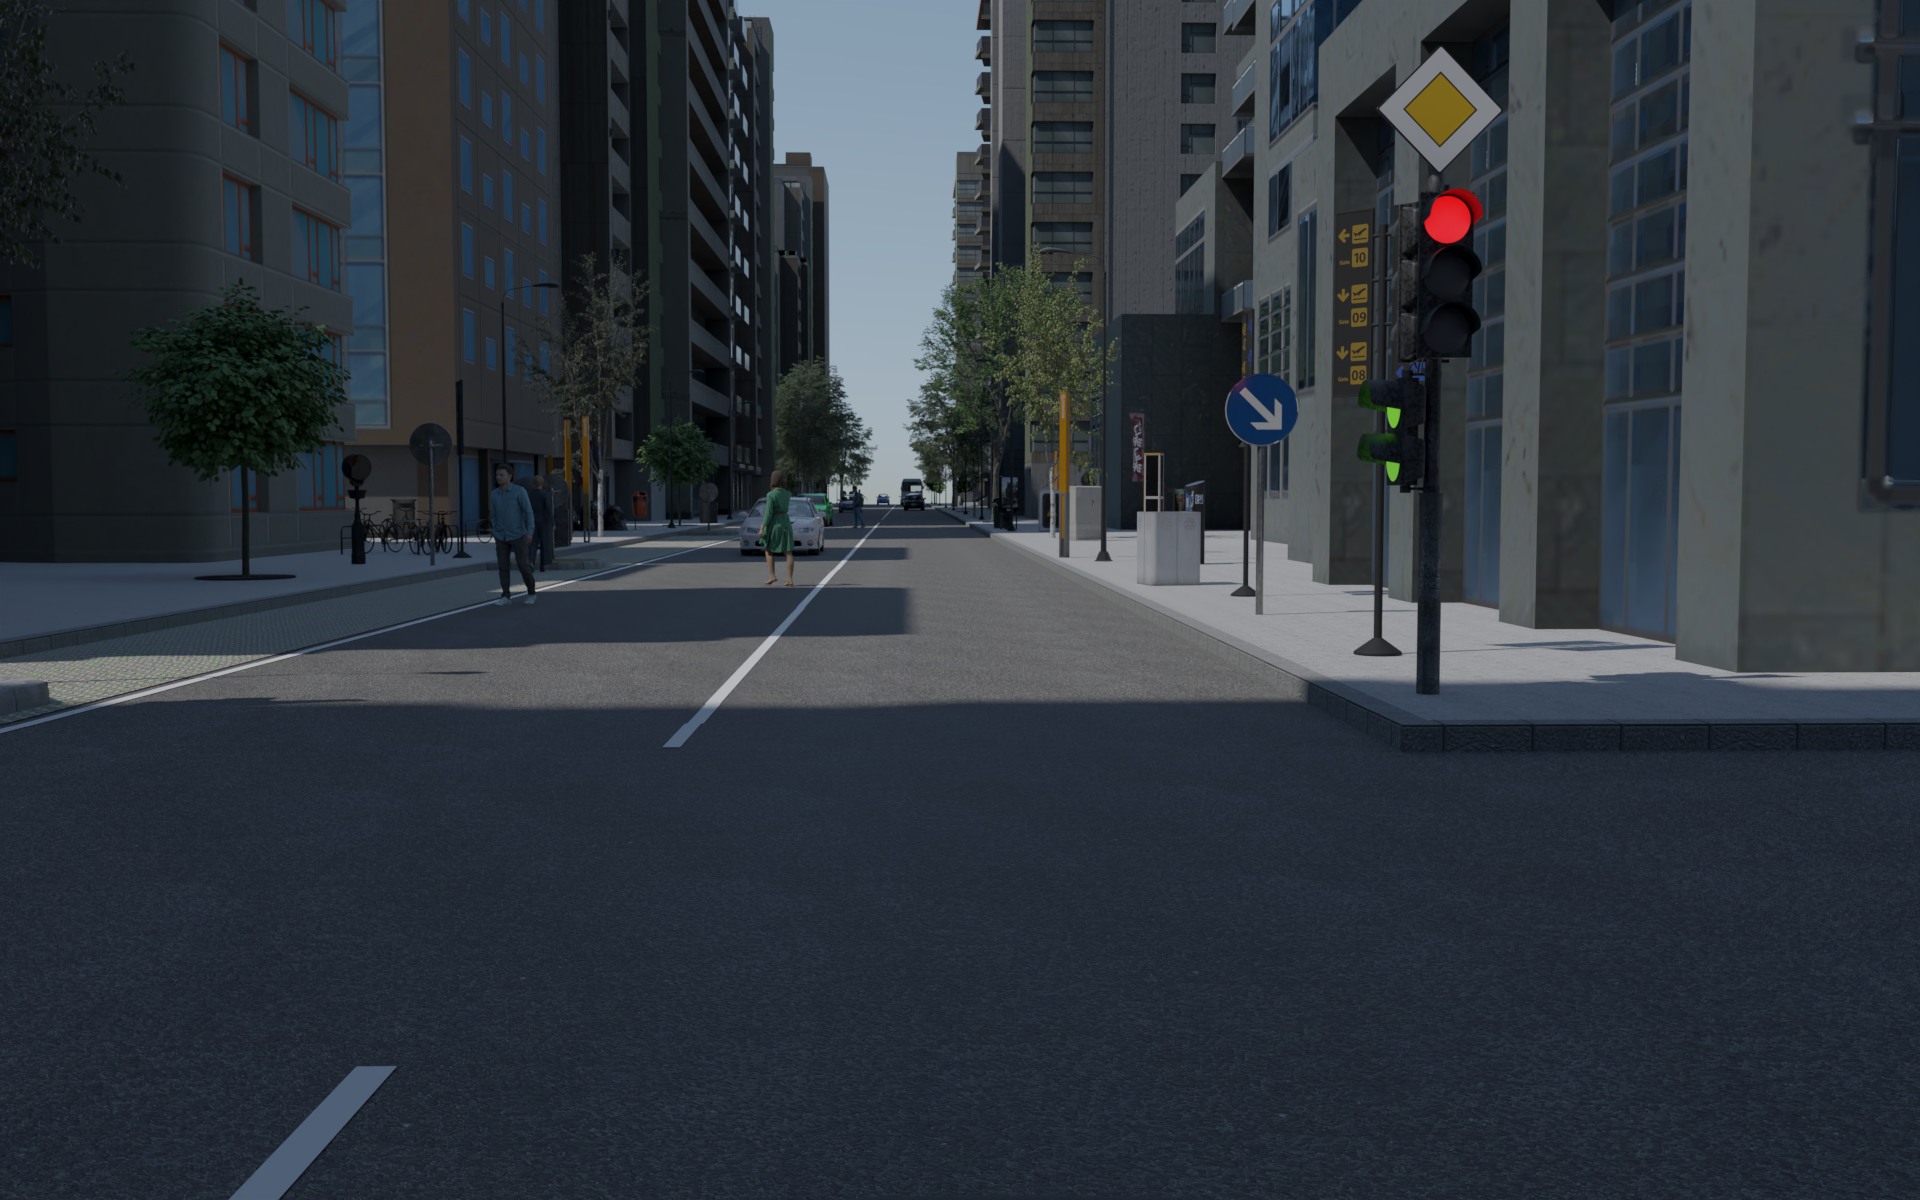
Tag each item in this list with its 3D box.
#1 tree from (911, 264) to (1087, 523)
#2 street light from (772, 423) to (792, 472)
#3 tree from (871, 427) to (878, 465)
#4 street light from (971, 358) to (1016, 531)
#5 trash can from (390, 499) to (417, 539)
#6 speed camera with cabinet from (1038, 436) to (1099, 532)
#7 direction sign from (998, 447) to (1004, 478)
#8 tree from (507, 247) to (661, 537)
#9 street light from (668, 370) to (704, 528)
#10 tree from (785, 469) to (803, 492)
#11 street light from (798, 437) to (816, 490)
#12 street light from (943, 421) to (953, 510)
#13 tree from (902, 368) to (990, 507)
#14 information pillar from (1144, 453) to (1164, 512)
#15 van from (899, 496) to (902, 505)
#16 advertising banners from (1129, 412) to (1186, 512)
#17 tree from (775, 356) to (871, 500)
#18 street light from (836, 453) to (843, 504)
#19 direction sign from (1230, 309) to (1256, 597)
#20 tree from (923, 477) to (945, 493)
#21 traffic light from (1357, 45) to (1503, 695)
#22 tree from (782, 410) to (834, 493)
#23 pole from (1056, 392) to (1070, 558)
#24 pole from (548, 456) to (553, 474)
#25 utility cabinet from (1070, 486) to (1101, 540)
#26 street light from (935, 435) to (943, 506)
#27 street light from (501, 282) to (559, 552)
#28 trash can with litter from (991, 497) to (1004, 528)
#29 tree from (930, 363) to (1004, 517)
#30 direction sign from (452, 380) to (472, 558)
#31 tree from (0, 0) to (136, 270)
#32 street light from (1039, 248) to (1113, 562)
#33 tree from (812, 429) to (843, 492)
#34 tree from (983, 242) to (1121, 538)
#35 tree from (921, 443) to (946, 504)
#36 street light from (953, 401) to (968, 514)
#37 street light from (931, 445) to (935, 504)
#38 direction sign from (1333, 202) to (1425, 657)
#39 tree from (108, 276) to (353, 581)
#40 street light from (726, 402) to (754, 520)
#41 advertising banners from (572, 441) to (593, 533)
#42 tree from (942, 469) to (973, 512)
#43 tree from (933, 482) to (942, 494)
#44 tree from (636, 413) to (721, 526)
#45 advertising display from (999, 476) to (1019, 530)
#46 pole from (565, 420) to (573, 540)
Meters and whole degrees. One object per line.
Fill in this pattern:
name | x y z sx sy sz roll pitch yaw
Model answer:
tree | 1.760 -9.267 77.266 9.928 11.665 9.643 0 3 0
street light | -11.716 -8.627 113.587 1.470 5.913 1.316 0 4 -2
tree | -16.674 -20.719 245.406 9.857 13.997 8.962 0 3 0
street light | 1.232 -5.314 59.421 1.470 5.913 1.316 0 4 -2
trash can | -15.772 -2.292 49.126 0.748 1.137 0.748 0 3 0
speed camera with cabinet | 3.705 -3.949 58.906 2.038 3.252 0.660 0 4 6
direction sign | 1.956 -5.617 83.829 0.379 3.537 0.876 -1 4 -21
tree | -10.902 -6.180 51.406 4.360 8.622 3.978 0 3 0
street light | -10.282 -5.646 64.857 1.470 5.913 1.316 0 4 -2
tree | -13.266 -8.545 134.315 1.663 3.219 1.824 0 3 0
street light | -12.530 -10.234 139.863 1.470 5.913 1.316 0 4 -2
street light | -0.183 -8.375 109.471 1.470 5.913 1.316 0 4 -2
tree | -0.660 -16.208 171.648 9.857 13.997 8.962 0 3 0
information pillar | 3.494 -1.636 31.248 0.304 2.012 0.304 1 4 19
van | -6.997 -13.444 226.821 2.013 2.044 4.112 0 4 -3
advertising banners | 4.359 -2.548 37.853 2.074 3.025 0.090 -3 5 -44
tree | -14.619 -15.540 160.740 9.857 13.997 8.962 0 3 0
street light | -14.413 -13.733 197.073 1.470 5.913 1.316 0 4 -2
direction sign | 3.589 -1.815 21.666 0.379 3.537 0.876 0 4 1
tree | -3.595 -15.549 237.936 4.285 4.588 4.351 0 3 0
traffic light | 2.991 -1.352 11.028 0.839 4.253 0.868 0 4 -2
tree | -13.359 -12.333 152.011 4.360 8.622 3.978 0 3 0
pole | 2.105 -2.509 34.860 0.158 3.312 0.155 0 3 0
pole | -15.488 -4.382 65.497 0.158 3.312 0.155 0 3 0
utility cabinet | 3.499 -2.383 47.637 1.173 1.500 0.318 -3 5 -43
street light | -1.036 -9.974 135.617 1.470 5.913 1.316 0 4 -2
street light | -9.479 -4.010 38.099 1.470 5.913 1.316 0 4 -2
trash can with litter | 1.413 -3.280 65.018 0.624 1.170 1.055 0 4 -6
tree | 0.587 -8.918 96.171 4.360 8.622 3.978 0 3 0
direction sign | -10.013 -2.614 34.728 0.379 3.537 0.876 -1 4 -23
tree | -10.161 -4.088 17.199 4.360 8.622 3.978 0 3 0
street light | 2.196 -3.688 32.841 1.470 5.913 1.316 0 4 -2
tree | -14.802 -14.417 186.073 4.737 8.622 4.395 0 3 0
tree | 2.715 -6.114 50.327 4.737 8.622 4.395 0 3 0
tree | -3.342 -16.970 227.822 4.737 8.622 4.395 0 3 0
street light | 0.547 -6.933 85.893 1.470 5.913 1.316 0 4 -2
street light | -1.867 -11.628 162.654 1.470 5.913 1.316 0 4 -2
direction sign | 3.337 -1.329 13.734 0.379 3.537 0.876 -3 5 -45
tree | -10.934 -2.596 26.165 4.285 4.588 4.351 0 3 0
street light | -11.057 -7.004 87.058 1.470 5.913 1.316 0 4 -2
advertising banners | -12.875 -3.687 56.462 2.074 3.025 0.090 1 4 15
tree | 0.106 -7.927 124.204 1.663 3.219 1.824 0 3 0
tree | -2.489 -12.777 203.503 1.663 3.219 1.824 0 3 0
tree | -11.493 -5.316 70.624 4.285 4.588 4.351 0 3 0
advertising display | 1.763 -3.507 62.549 0.123 1.923 0.974 3 5 42
pole | -10.806 -3.300 47.800 0.158 3.312 0.155 0 3 0
